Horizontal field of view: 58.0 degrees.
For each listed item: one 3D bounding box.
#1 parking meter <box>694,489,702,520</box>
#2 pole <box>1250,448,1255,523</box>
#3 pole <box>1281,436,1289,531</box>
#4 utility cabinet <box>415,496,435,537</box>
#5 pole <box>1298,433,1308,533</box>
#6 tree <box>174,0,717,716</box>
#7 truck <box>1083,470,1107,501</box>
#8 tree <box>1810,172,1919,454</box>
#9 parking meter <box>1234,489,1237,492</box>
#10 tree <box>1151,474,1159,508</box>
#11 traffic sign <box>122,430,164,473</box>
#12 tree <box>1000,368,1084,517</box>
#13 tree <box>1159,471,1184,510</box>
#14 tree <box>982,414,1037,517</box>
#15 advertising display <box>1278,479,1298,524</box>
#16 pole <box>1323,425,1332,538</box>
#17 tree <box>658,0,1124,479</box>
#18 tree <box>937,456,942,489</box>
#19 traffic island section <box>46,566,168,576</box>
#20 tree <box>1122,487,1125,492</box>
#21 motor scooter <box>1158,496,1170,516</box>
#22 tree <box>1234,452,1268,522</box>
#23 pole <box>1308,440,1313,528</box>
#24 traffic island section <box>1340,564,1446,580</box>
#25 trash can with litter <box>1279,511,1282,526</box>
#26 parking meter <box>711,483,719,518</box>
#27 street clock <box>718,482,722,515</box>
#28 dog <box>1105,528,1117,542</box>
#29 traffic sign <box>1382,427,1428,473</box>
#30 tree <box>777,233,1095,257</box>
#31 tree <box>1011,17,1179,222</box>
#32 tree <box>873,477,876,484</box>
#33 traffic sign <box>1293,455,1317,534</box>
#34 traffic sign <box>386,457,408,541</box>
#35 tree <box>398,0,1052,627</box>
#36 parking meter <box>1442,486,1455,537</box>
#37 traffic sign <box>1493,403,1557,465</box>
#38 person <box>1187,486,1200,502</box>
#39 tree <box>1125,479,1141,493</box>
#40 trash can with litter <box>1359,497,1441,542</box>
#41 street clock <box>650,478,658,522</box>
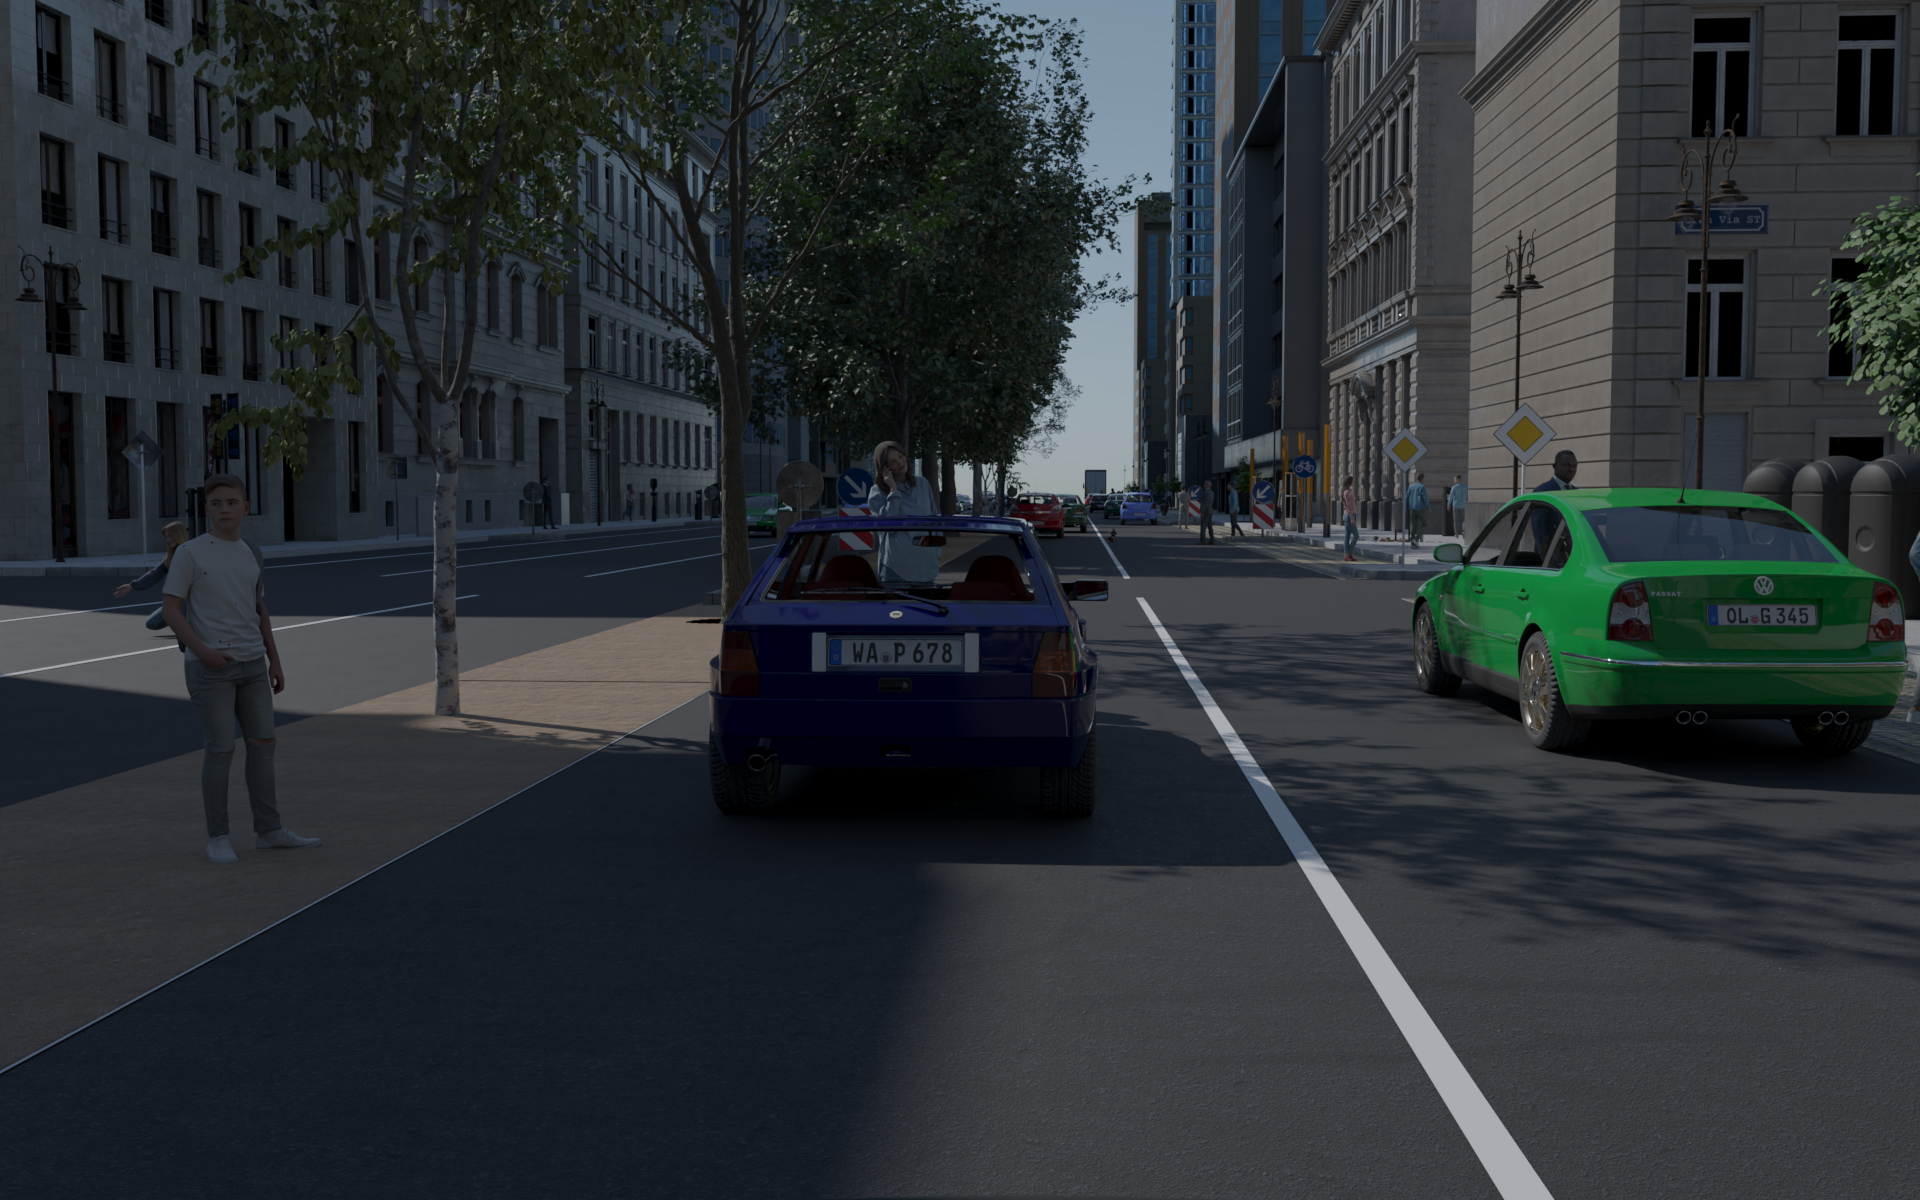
[{"bbox_3d":[-12.917,-4.716,85.512,0.372,1.533,0.369,0,3,0],"label":"parking meter"},{"bbox_3d":[13.056,-5.112,77.426,0.158,3.312,0.155,0,3,0],"label":"pole"},{"bbox_3d":[11.413,-4.096,60.808,0.158,3.312,0.155,0,3,0],"label":"pole"},{"bbox_3d":[-15.882,-2.516,52.299,1.020,1.237,0.306,-2,4,-29],"label":"utility cabinet"},{"bbox_3d":[11.348,-3.898,57.568,0.158,3.312,0.155,0,3,0],"label":"pole"},{"bbox_3d":[-3.338,-3.569,11.174,4.737,8.622,4.395,0,3,0],"label":"tree"},{"bbox_3d":[15.873,-13.120,203.432,2.839,4.237,11.283,0,4,4],"label":"truck"},{"bbox_3d":[8.701,-1.864,14.190,4.285,4.588,4.351,0,3,0],"label":"tree"},{"bbox_3d":[15.014,-5.291,94.916,0.372,1.533,0.369,0,3,0],"label":"parking meter"},{"bbox_3d":[18.347,-10.104,159.804,1.663,3.219,1.824,0,3,0],"label":"tree"},{"bbox_3d":[-14.900,-1.799,31.602,0.795,2.593,0.064,0,4,4],"label":"traffic sign"},{"bbox_3d":[2.128,-9.328,89.382,8.767,10.594,7.601,0,4,4],"label":"tree"},{"bbox_3d":[17.281,-8.898,140.086,1.663,3.219,1.824,0,3,0],"label":"tree"},{"bbox_3d":[1.787,-7.985,83.382,4.360,8.622,3.978,0,3,0],"label":"tree"},{"bbox_3d":[14.230,-4.249,74.692,0.974,1.923,0.123,1,4,18],"label":"advertising display"},{"bbox_3d":[10.813,-3.494,50.962,0.158,3.312,0.155,0,3,0],"label":"pole"},{"bbox_3d":[-1.308,-7.219,37.493,9.611,12.733,9.660,0,3,0],"label":"tree"},{"bbox_3d":[-2.647,-18.797,257.685,4.360,8.622,3.978,0,3,0],"label":"tree"},{"bbox_3d":[-14.924,-0.574,31.671,2.009,0.180,2.903,0,4,4],"label":"traffic island section"},{"bbox_3d":[23.809,-15.349,245.561,1.663,3.219,1.824,0,3,0],"label":"tree"},{"bbox_3d":[13.483,-6.216,114.413,0.815,1.314,1.986,0,4,3],"label":"motor scooter"},{"bbox_3d":[12.961,-5.173,79.172,1.663,3.219,1.824,0,3,0],"label":"tree"},{"bbox_3d":[13.232,-4.383,65.507,0.158,3.312,0.155,0,3,0],"label":"pole"},{"bbox_3d":[7.769,-0.484,30.189,2.009,0.180,2.903,0,4,4],"label":"traffic island section"},{"bbox_3d":[13.028,-3.513,68.817,0.624,1.170,1.055,1,4,18],"label":"trash can with litter"},{"bbox_3d":[-13.051,-5.289,92.179,0.255,1.863,0.399,-3,5,-44],"label":"parking meter"},{"bbox_3d":[-14.693,-6.254,106.821,0.471,2.002,0.358,-1,4,-15],"label":"street clock"},{"bbox_3d":[4.480,-1.936,51.840,0.748,0.427,0.550,-2,4,-32],"label":"dog"},{"bbox_3d":[7.745,-1.707,30.108,0.795,2.593,0.064,0,4,4],"label":"traffic sign"},{"bbox_3d":[-0.761,-8.449,47.255,9.857,13.997,8.962,0,3,0],"label":"tree"},{"bbox_3d":[1.864,-12.837,68.230,12.611,20.169,13.585,0,3,0],"label":"tree"},{"bbox_3d":[-8.086,-10.648,168.697,1.663,3.219,1.824,0,3,0],"label":"tree"},{"bbox_3d":[11.160,-3.426,56.128,0.768,2.556,0.104,1,4,13],"label":"traffic sign"},{"bbox_3d":[-15.512,-2.789,47.729,0.606,2.300,0.079,0,4,7],"label":"traffic sign"},{"bbox_3d":[-2.541,-5.543,18.845,9.928,11.665,9.643,0,3,0],"label":"tree"},{"bbox_3d":[14.798,-2.692,52.431,0.372,1.533,0.369,0,3,0],"label":"parking meter"},{"bbox_3d":[7.224,-1.220,22.140,0.795,2.593,0.064,0,4,4],"label":"traffic sign"},{"bbox_3d":[15.860,-6.927,119.241,1.348,1.831,0.705,0,4,-5],"label":"person"},{"bbox_3d":[22.516,-13.967,222.961,1.663,3.219,1.824,0,3,0],"label":"tree"},{"bbox_3d":[11.745,-2.182,46.734,1.678,1.210,2.233,-2,4,-30],"label":"trash can with litter"},{"bbox_3d":[-14.150,-4.616,80.034,0.358,2.002,0.471,-2,4,-24],"label":"street clock"}]
